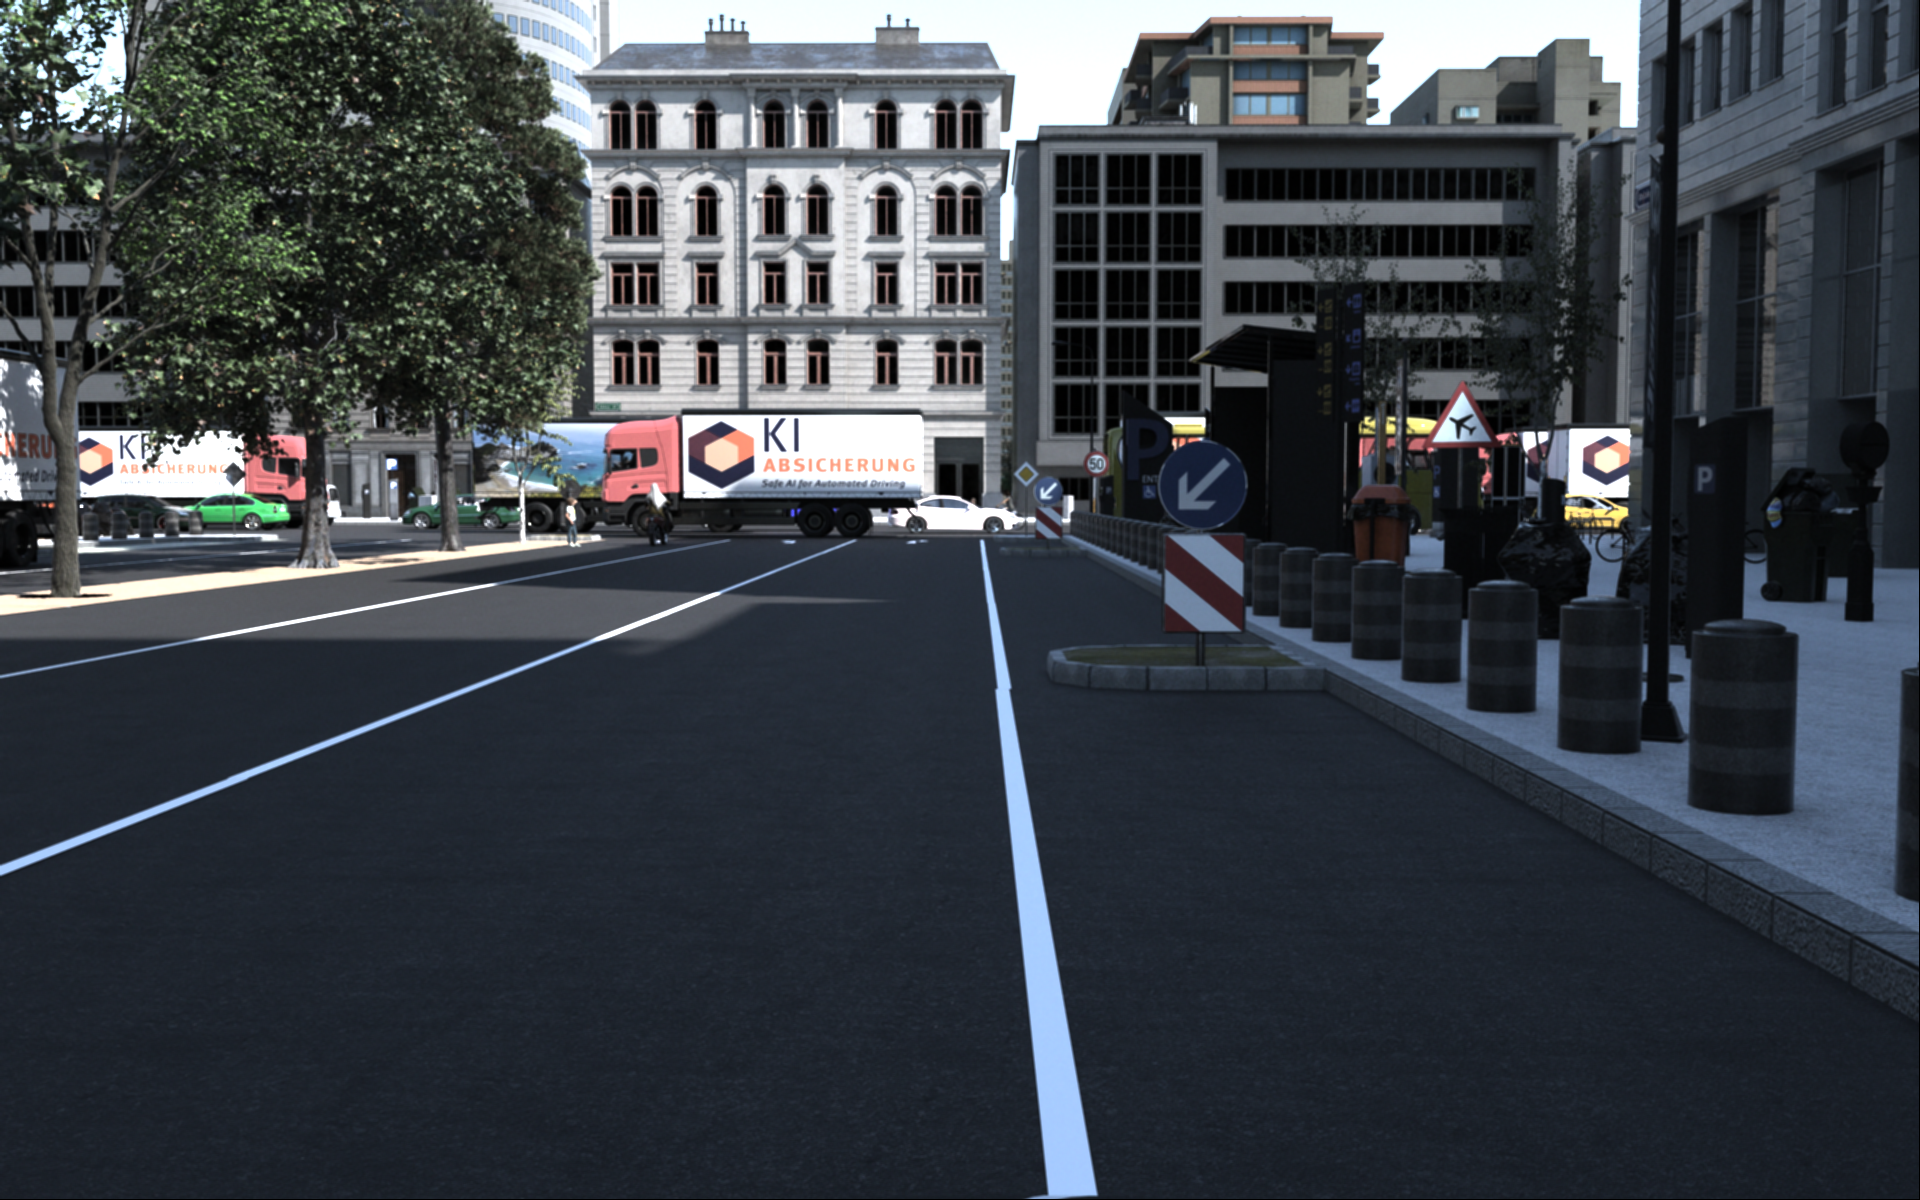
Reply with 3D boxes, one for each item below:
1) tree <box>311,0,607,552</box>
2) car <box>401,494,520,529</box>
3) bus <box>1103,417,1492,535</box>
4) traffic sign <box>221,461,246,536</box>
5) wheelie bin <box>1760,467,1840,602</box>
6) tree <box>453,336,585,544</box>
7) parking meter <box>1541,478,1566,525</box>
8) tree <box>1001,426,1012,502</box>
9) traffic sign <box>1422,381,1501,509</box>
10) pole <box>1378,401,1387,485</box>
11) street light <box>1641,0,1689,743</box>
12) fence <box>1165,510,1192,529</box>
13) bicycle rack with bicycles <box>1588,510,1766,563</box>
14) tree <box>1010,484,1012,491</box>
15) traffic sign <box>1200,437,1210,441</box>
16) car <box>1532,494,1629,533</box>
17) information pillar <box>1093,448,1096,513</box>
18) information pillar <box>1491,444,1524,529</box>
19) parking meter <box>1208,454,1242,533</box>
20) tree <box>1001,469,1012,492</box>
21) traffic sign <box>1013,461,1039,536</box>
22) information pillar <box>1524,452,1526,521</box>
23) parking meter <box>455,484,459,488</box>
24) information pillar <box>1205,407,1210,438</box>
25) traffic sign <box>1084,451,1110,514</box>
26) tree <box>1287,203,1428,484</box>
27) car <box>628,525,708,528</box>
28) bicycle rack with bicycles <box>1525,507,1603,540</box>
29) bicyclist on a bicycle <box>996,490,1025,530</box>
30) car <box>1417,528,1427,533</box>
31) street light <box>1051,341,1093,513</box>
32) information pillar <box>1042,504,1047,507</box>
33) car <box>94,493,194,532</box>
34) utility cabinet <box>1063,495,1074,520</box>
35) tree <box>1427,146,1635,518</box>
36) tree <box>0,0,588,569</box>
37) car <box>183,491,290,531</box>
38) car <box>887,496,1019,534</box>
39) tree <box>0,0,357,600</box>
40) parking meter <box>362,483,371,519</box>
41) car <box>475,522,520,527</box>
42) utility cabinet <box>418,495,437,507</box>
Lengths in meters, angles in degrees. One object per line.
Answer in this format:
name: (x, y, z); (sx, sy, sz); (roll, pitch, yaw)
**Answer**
tree: (-12.835, -8.129, 42.793); (7.806, 13.903, 7.818); (0, 3, 0)
car: (-20.548, -3.653, 71.518); (4.920, 1.459, 2.131); (0, 4, -1)
bus: (10.807, -3.933, 55.849); (12.252, 3.916, 2.896); (0, 4, 1)
traffic sign: (-22.227, -3.020, 53.012); (0.795, 2.450, 0.064); (0, 4, 0)
wheelie bin: (10.075, -0.786, 20.756); (0.980, 1.594, 0.693); (-3, 4, -39)
tree: (-12.545, -5.902, 49.310); (4.737, 8.622, 4.395); (0, 3, 0)
parking meter: (9.682, -1.215, 28.282); (0.372, 1.533, 0.369); (0, 3, 0)
tree: (5.393, -14.363, 185.199); (4.360, 8.622, 3.978); (0, 3, 0)
traffic sign: (5.788, -1.225, 20.036); (0.884, 2.594, 0.081); (1, 4, 9)
pole: (9.250, -2.701, 38.002); (0.158, 3.312, 0.155); (0, 3, 0)
street light: (3.119, -2.226, 8.932); (1.470, 5.913, 1.316); (0, 4, 0)
fence: (4.871, -1.292, 32.333); (2.264, 1.192, 0.480); (1, 4, 20)
bicycle rack with bicycles: (13.839, -1.189, 32.815); (2.925, 0.926, 2.852); (2, 4, 34)
tree: (5.870, -11.289, 179.180); (1.663, 3.219, 1.824); (0, 3, 0)
traffic sign: (5.616, -2.377, 38.966); (0.768, 2.556, 0.104); (0, 4, 7)
car: (23.314, -3.300, 64.187); (3.980, 1.641, 2.015); (0, 4, 1)
information pillar: (6.846, -5.880, 87.486); (0.183, 3.616, 0.504); (-1, 4, -13)
information pillar: (8.130, -1.304, 25.812); (0.304, 2.012, 0.304); (-2, 4, -24)
parking meter: (3.361, -0.994, 21.961); (0.399, 1.863, 0.255); (0, 4, 1)
tree: (6.459, -14.032, 213.142); (4.285, 4.588, 4.351); (0, 3, 0)
traffic sign: (2.016, -3.005, 52.782); (0.795, 2.450, 0.064); (0, 4, 0)
information pillar: (9.557, -1.558, 29.960); (0.304, 2.012, 0.304); (-3, 4, -38)
parking meter: (-26.973, -5.307, 92.487); (0.255, 1.863, 0.399); (2, 4, 31)
information pillar: (6.824, -3.389, 46.757); (0.504, 3.616, 0.183); (2, 4, 32)
traffic sign: (4.044, -3.133, 51.322); (0.768, 2.556, 0.104); (0, 4, 8)
tree: (10.067, -5.716, 43.826); (4.360, 8.622, 3.978); (0, 3, 0)
car: (-12.112, -3.944, 73.151); (5.304, 1.827, 2.281); (0, 4, 1)
bicycle rack with bicycles: (14.771, -1.893, 44.330); (2.852, 0.926, 2.925); (3, 5, 39)
bicyclist on a bicycle: (1.808, -3.638, 69.495); (1.625, 1.676, 1.499); (0, 4, 2)
car: (15.389, -3.368, 63.860); (4.718, 1.807, 1.959); (0, 4, -1)
street light: (3.469, -4.904, 52.720); (1.470, 5.913, 1.316); (0, 4, 0)
information pillar: (4.189, -4.886, 84.373); (0.304, 2.012, 0.304); (1, 4, 20)
car: (-31.205, -3.452, 66.230); (4.222, 1.686, 2.009); (0, 4, 2)
utility cabinet: (5.489, -4.681, 87.691); (0.306, 1.237, 1.020); (-1, 4, -12)
tree: (12.565, -5.328, 37.471); (4.360, 8.622, 3.978); (0, 3, 0)
tree: (-12.435, -6.957, 33.220); (9.611, 12.733, 9.660); (0, 3, 0)
car: (-29.112, -3.663, 68.680); (4.718, 1.807, 1.959); (0, 4, -1)
car: (-0.247, -3.119, 63.358); (4.827, 1.381, 2.083); (0, 4, 0)
tree: (-12.221, -5.822, 23.399); (9.928, 11.665, 9.643); (0, 3, 0)
parking meter: (-30.833, -5.151, 89.925); (0.399, 1.863, 0.255); (-2, 4, -30)
car: (-19.539, -3.898, 76.087); (4.827, 1.381, 2.083); (0, 4, 2)
utility cabinet: (-25.093, -4.309, 81.611); (1.020, 1.237, 0.306); (3, 4, 36)
